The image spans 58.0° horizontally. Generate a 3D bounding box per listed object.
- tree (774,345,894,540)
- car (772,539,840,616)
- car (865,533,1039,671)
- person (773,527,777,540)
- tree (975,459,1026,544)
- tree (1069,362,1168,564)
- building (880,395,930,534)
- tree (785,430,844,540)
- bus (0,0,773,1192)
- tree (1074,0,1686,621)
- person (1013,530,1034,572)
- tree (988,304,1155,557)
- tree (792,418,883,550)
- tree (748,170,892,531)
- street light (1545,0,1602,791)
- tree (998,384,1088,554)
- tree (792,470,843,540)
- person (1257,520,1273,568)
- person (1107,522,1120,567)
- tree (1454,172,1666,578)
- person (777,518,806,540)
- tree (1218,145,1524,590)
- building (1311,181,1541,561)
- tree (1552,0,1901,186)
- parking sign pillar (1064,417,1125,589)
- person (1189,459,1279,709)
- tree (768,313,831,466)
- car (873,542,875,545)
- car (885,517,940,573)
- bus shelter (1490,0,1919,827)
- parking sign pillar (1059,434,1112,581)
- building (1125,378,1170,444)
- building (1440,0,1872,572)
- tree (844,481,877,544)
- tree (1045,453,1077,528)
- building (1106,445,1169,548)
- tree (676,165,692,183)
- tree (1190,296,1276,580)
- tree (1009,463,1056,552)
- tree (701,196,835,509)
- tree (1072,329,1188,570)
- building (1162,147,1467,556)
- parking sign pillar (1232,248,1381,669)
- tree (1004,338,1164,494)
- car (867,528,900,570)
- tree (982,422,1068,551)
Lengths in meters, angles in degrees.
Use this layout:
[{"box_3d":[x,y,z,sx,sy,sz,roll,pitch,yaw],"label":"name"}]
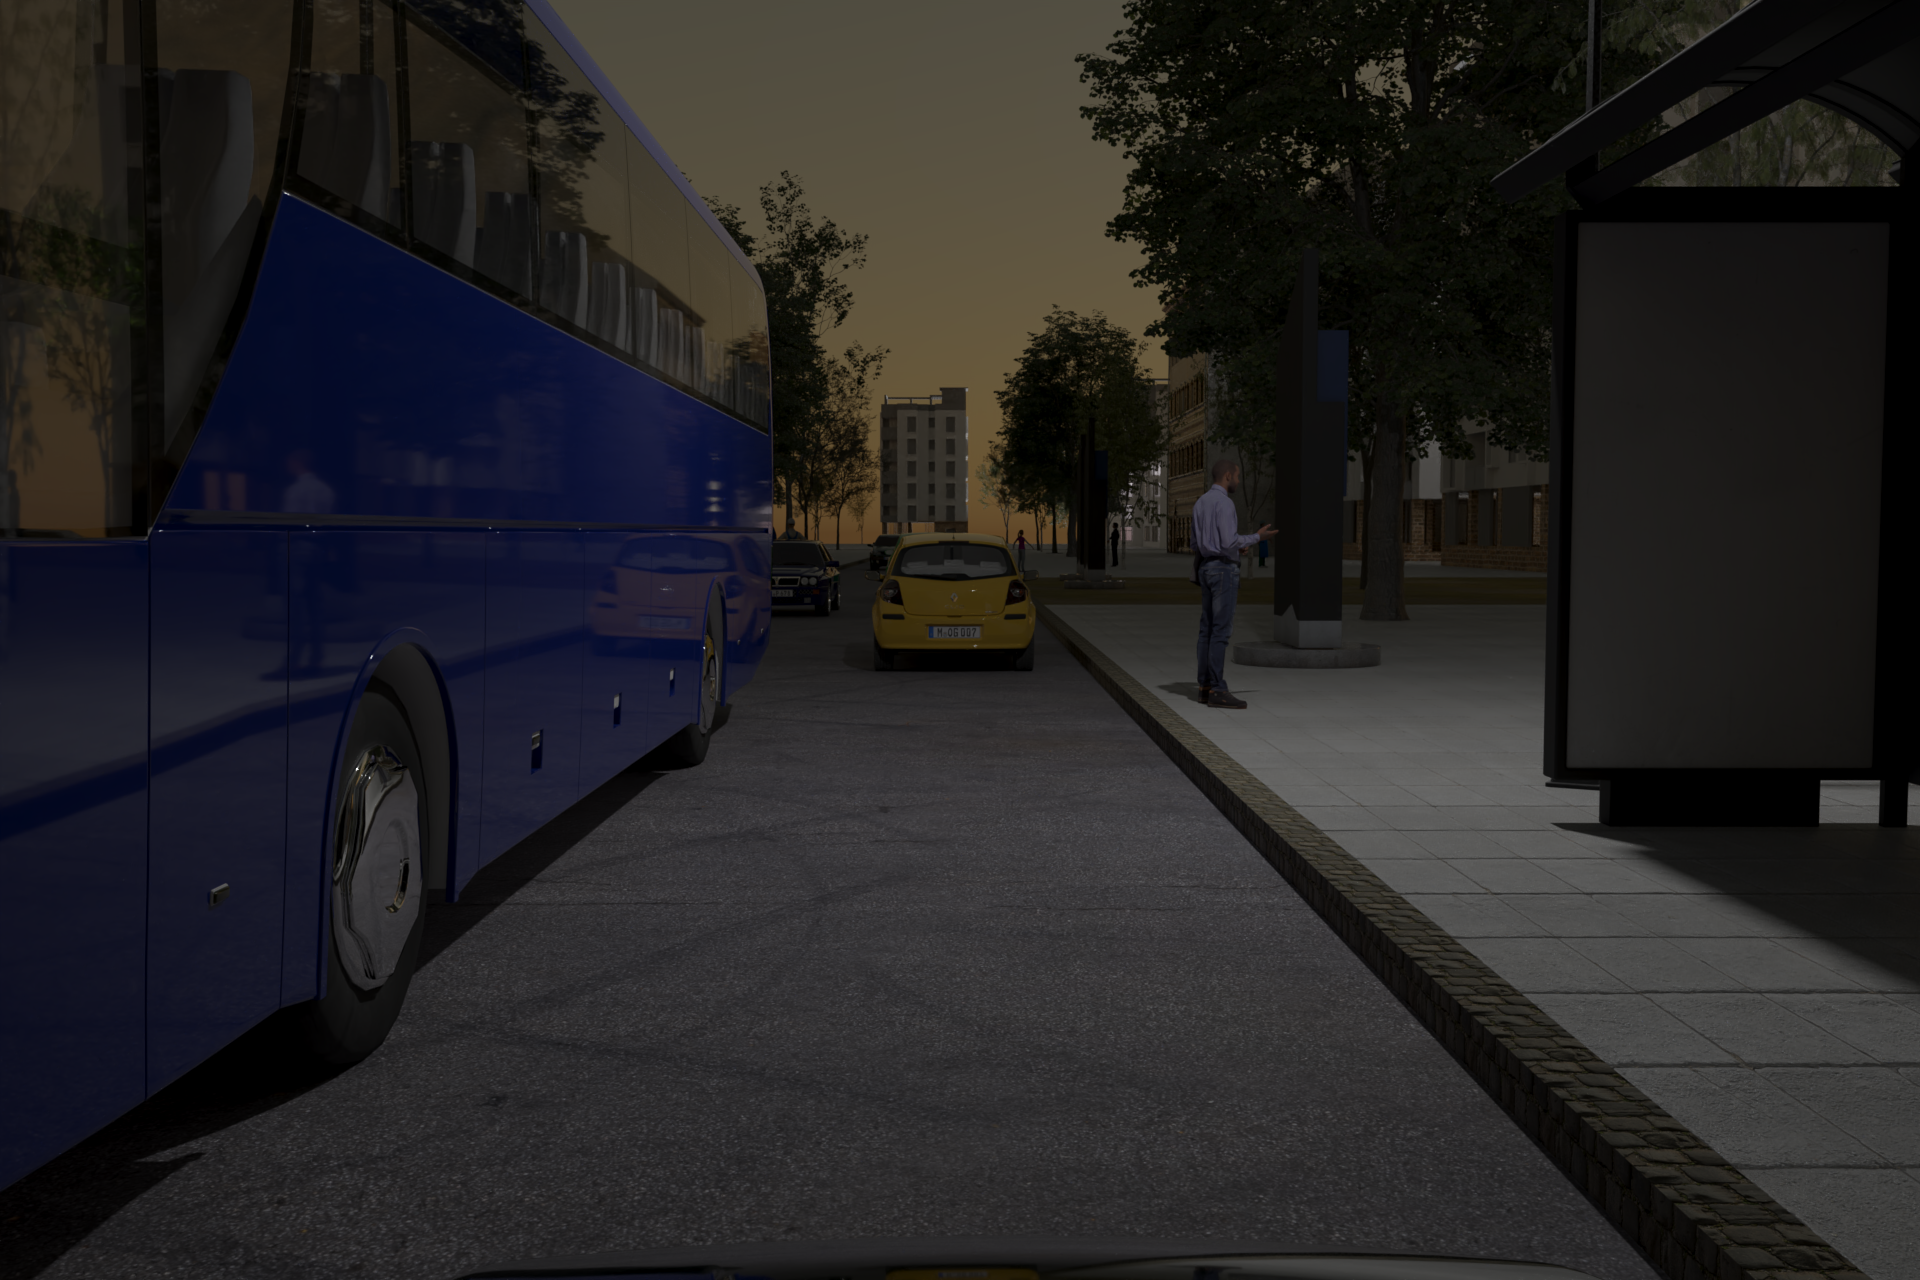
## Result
[{"box_3d":[-9.745,-12.140,108.851,12.009,13.543,11.850,0,3,0],"label":"tree"},{"box_3d":[-3.121,-1.148,31.352,1.945,1.354,3.894,0,3,0],"label":"car"},{"box_3d":[-0.085,-0.567,19.496,2.015,1.641,3.980,0,4,-1],"label":"car"},{"box_3d":[-5.494,-2.644,49.199,0.705,1.833,1.349,-2,4,-34],"label":"person"},{"box_3d":[6.011,-18.360,225.948,9.928,11.665,9.643,0,3,0],"label":"tree"},{"box_3d":[6.489,-7.560,73.974,4.737,8.622,4.395,0,3,0],"label":"tree"},{"box_3d":[-10.096,-22.527,227.192,11.380,20.090,16.016,0,4,0],"label":"building"},{"box_3d":[-9.695,-10.439,121.037,4.360,8.622,3.978,0,3,0],"label":"tree"},{"box_3d":[-2.766,-1.000,7.899,2.896,3.916,12.251,0,3,0],"label":"bus"},{"box_3d":[6.395,-7.274,25.593,9.857,13.997,8.962,0,3,0],"label":"tree"},{"box_3d":[2.110,-2.990,58.148,0.599,1.433,0.991,-3,5,-42],"label":"person"},{"box_3d":[6.414,-11.662,97.331,9.857,13.997,8.962,0,3,0],"label":"tree"},{"box_3d":[-9.887,-12.434,137.705,8.767,10.594,7.601,1,4,17],"label":"tree"},{"box_3d":[-10.059,-14.506,93.056,12.611,20.169,13.585,0,3,0],"label":"tree"},{"box_3d":[3.696,-2.208,8.643,1.470,5.913,1.316,0,4,0],"label":"street light"},{"box_3d":[6.107,-11.528,114.237,9.928,11.665,9.643,0,3,0],"label":"tree"},{"box_3d":[-18.761,-17.907,227.185,7.601,10.594,8.767,0,4,6],"label":"tree"},{"box_3d":[11.533,-3.650,65.810,0.704,1.817,1.347,2,4,33],"label":"person"},{"box_3d":[6.016,-3.754,68.106,0.721,1.740,1.216,2,4,23],"label":"person"},{"box_3d":[17.620,-7.589,49.832,9.928,11.665,9.643,0,3,0],"label":"tree"},{"box_3d":[-4.351,-2.224,44.679,1.347,1.847,0.705,-1,4,-17],"label":"person"},{"box_3d":[9.688,-6.457,39.988,7.601,10.594,8.767,-3,4,-36],"label":"tree"},{"box_3d":[24.177,-14.530,93.991,16.016,20.090,11.380,0,4,-1],"label":"building"},{"box_3d":[5.424,-3.790,12.328,4.360,8.622,3.978,0,3,0],"label":"tree"},{"box_3d":[3.175,-3.196,40.731,1.447,3.967,1.447,0,4,0],"label":"parking sign pillar"},{"box_3d":[2.056,-0.432,12.980,0.599,1.838,0.709,-1,4,-16],"label":"person"},{"box_3d":[-9.505,-9.362,78.817,9.928,11.665,9.643,0,3,0],"label":"tree"},{"box_3d":[-3.123,-4.449,82.530,2.009,1.686,4.222,0,3,0],"label":"car"},{"box_3d":[-0.676,-1.765,37.653,1.959,1.807,4.718,0,4,-1],"label":"car"},{"box_3d":[3.369,-0.680,5.048,2.014,3.302,5.546,0,4,0],"label":"bus shelter"},{"box_3d":[3.455,-3.607,47.452,1.447,3.967,1.447,0,4,-1],"label":"parking sign pillar"},{"box_3d":[24.574,-21.423,206.678,16.016,20.090,11.380,0,4,-1],"label":"building"},{"box_3d":[24.357,-12.911,67.517,16.016,20.090,11.380,0,3,0],"label":"building"},{"box_3d":[-12.406,-16.686,223.179,4.360,8.622,3.978,0,3,0],"label":"tree"},{"box_3d":[14.900,-19.041,229.453,7.486,12.596,7.792,0,3,0],"label":"tree"},{"box_3d":[19.298,-14.319,176.262,9.099,9.664,28.070,0,4,-1],"label":"building"},{"box_3d":[-9.883,-8.257,53.124,7.486,12.596,7.792,0,3,0],"label":"tree"},{"box_3d":[8.142,-6.016,48.717,4.360,8.622,3.978,0,3,0],"label":"tree"},{"box_3d":[6.059,-10.604,123.737,4.360,8.622,3.978,0,3,0],"label":"tree"},{"box_3d":[-9.066,-9.730,65.737,9.857,13.997,8.962,0,3,0],"label":"tree"},{"box_3d":[5.919,-6.818,61.834,4.737,8.622,4.395,0,3,0],"label":"tree"},{"box_3d":[23.263,-16.911,107.429,19.493,23.208,18.063,0,3,0],"label":"building"},{"box_3d":[3.437,-1.750,17.079,1.447,3.967,1.447,0,4,0],"label":"parking sign pillar"},{"box_3d":[5.882,-8.998,81.537,8.767,10.594,7.601,2,4,27],"label":"tree"},{"box_3d":[-2.710,-3.679,69.939,2.009,1.686,4.222,0,4,0],"label":"car"},{"box_3d":[5.813,-12.222,134.246,7.601,10.594,8.767,2,4,26],"label":"tree"}]
